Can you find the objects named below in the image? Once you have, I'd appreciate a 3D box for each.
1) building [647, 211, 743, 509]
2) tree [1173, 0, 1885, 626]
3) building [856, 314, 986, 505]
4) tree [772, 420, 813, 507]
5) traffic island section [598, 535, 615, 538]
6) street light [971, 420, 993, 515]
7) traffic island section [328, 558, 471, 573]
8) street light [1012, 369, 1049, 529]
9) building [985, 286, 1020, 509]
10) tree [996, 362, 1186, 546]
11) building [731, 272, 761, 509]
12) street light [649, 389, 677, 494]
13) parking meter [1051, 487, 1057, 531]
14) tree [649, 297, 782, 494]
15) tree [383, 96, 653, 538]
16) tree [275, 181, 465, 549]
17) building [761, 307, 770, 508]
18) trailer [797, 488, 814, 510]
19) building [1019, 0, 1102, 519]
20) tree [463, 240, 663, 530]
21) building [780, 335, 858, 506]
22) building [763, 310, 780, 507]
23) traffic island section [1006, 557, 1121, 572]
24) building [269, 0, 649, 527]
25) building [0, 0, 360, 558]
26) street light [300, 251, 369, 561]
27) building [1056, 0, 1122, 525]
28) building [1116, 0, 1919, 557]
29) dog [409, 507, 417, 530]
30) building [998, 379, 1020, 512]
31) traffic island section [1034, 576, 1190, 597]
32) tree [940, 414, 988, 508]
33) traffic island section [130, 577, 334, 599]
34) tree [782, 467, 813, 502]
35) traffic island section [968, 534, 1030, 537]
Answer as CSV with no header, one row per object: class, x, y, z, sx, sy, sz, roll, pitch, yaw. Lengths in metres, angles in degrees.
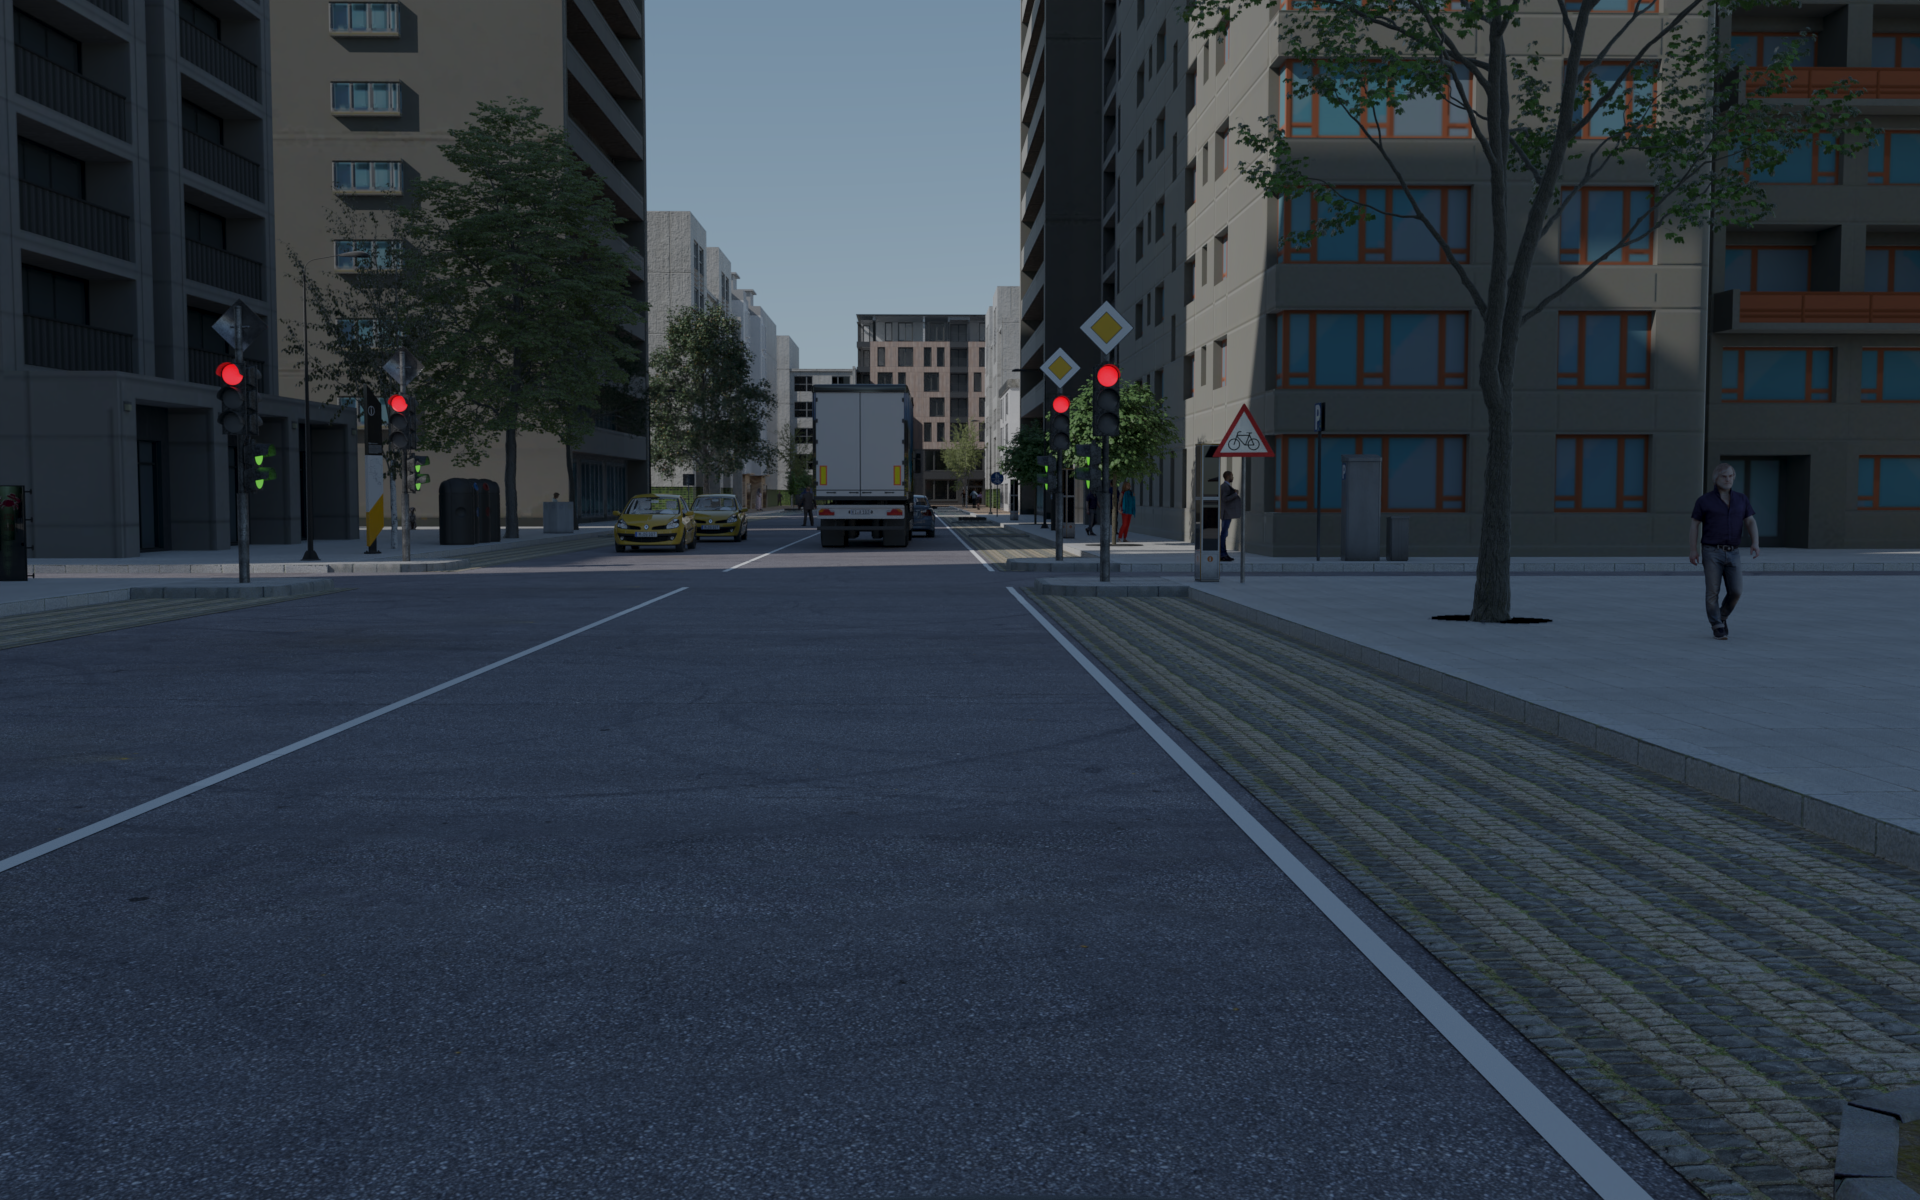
building,-25.600,-15.752,124.005,16.747,18.905,31.486,0,4,-2
tree,5.399,-5.577,16.941,9.928,11.665,9.643,0,3,0
building,4.261,-22.237,207.550,32.646,21.610,27.936,0,4,-2
tree,-16.296,-13.426,169.870,4.737,8.622,4.395,0,3,0
traffic island section,-10.894,-2.131,57.703,1.991,0.108,1.994,0,4,-2
street light,1.378,-8.311,108.419,1.470,5.913,1.316,0,4,-2
traffic island section,-10.582,-0.659,33.052,2.009,0.180,2.903,0,4,-2
street light,2.617,-5.613,64.320,1.470,5.913,1.316,0,4,-2
building,11.313,-17.711,156.034,16.747,18.905,31.486,0,4,-2
tree,3.891,-3.619,42.884,4.285,4.588,4.351,0,3,0
building,-25.562,-17.677,145.432,16.016,20.091,11.380,0,4,-2
street light,-13.231,-6.385,76.930,1.470,5.913,1.316,0,4,-2
parking meter,3.374,-3.204,60.791,0.372,1.533,0.369,0,3,0
tree,-14.934,-11.262,101.135,9.611,12.733,9.660,0,3,0
tree,-12.616,-8.069,50.058,7.486,12.596,7.792,0,3,0
tree,-13.437,-5.494,40.188,4.360,8.622,3.978,0,3,0
building,-25.569,-18.423,157.640,16.016,20.091,11.380,0,4,-2
trailer,-13.908,-9.107,155.941,1.471,1.999,3.904,0,4,0
building,14.631,-28.930,96.702,21.300,48.544,21.600,0,4,-2
tree,-14.063,-7.765,61.371,7.601,10.594,8.767,0,4,-6
building,-27.647,-20.476,201.247,31.486,18.905,16.747,0,4,-2
building,-34.744,-18.759,173.164,31.486,18.905,16.747,0,4,-2
traffic island section,1.935,-0.679,33.376,2.009,0.180,2.903,0,4,-2
building,-26.268,-27.706,76.694,21.300,48.544,21.600,0,4,-2
building,-27.197,-36.952,42.423,20.563,71.187,20.611,0,4,-2
street light,-11.995,-3.714,33.267,1.470,5.913,1.316,0,4,-2
building,15.266,-38.917,74.547,20.563,71.187,20.611,0,4,-2
building,20.430,-12.454,48.657,28.899,21.520,27.650,0,4,-2
dog,-19.664,-2.943,62.490,0.513,0.831,0.800,1,4,21
building,8.027,-11.275,126.497,9.099,9.664,28.070,0,4,-2
traffic island section,2.145,-0.190,25.393,2.009,0.180,2.903,0,4,-2
tree,0.611,-12.824,160.039,4.737,8.622,4.395,0,3,0
traffic island section,-10.372,-0.171,25.069,2.009,0.180,2.903,0,4,-2
tree,-17.264,-12.297,184.770,4.285,4.588,4.351,0,3,0
traffic island section,1.280,-2.151,58.032,1.991,0.108,1.994,0,4,-2
